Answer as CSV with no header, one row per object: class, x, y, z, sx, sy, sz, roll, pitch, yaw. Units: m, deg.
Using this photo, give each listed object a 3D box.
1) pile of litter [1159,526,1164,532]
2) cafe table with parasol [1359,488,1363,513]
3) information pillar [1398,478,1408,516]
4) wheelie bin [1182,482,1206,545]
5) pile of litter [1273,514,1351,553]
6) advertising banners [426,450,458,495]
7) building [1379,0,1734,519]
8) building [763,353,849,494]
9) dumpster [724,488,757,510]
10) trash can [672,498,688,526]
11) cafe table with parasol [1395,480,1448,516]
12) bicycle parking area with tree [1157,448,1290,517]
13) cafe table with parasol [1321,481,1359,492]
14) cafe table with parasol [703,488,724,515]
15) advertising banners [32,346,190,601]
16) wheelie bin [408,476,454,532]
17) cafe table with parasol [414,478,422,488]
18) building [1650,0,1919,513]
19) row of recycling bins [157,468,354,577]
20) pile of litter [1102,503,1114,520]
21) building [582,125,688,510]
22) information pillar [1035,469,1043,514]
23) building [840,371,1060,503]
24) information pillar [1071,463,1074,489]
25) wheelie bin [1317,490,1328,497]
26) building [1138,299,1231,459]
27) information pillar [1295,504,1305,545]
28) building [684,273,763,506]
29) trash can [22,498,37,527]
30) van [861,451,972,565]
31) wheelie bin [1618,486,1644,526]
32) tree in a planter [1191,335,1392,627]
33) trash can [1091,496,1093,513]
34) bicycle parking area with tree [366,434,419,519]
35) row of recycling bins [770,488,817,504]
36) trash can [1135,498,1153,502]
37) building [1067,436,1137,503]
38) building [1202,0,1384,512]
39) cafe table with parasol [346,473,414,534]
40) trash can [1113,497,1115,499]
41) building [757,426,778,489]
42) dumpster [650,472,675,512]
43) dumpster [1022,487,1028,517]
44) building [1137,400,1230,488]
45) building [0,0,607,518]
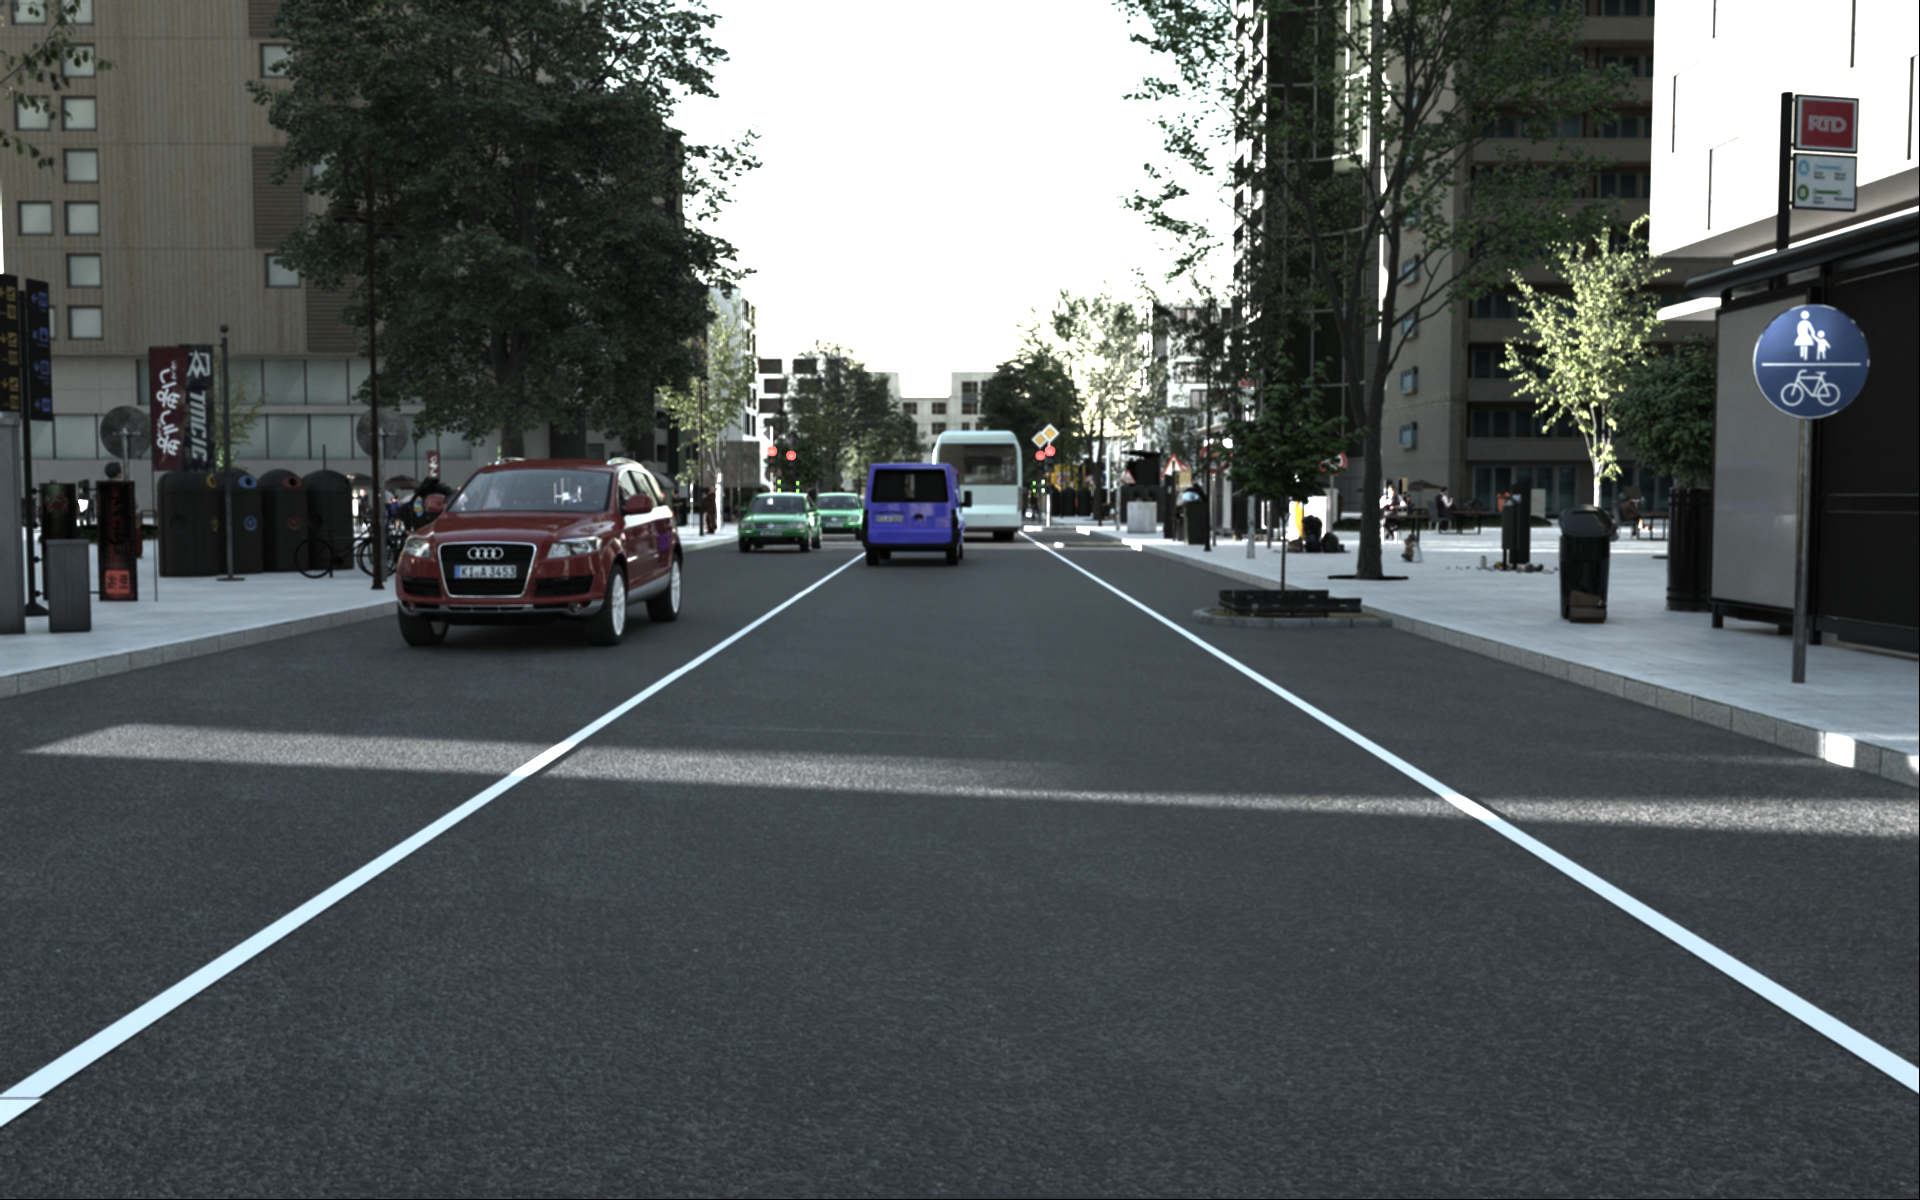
pile of litter,7.682,-2.768,59.214,1.719,0.858,1.176,1,4,16
cafe table with parasol,28.191,-6.916,117.946,2.610,1.966,2.610,0,4,-5
information pillar,20.288,-4.583,79.422,0.304,2.012,0.304,-2,4,-35
wheelie bin,5.978,-2.209,44.018,0.693,1.594,0.980,0,4,2
pile of litter,7.698,-1.476,38.101,1.719,0.858,1.176,1,4,19
advertising banners,-20.355,-4.490,69.595,2.074,3.025,0.090,-1,4,-12
building,35.312,-28.968,97.321,21.600,48.544,21.300,0,3,0
building,-33.685,-25.678,263.808,32.646,21.610,27.936,0,3,0
dumpster,-10.484,-4.883,82.335,1.502,2.255,1.985,0,4,0
trash can,-11.177,-3.510,69.035,0.748,1.137,0.748,0,3,0
cafe table with parasol,22.393,-4.860,84.324,2.610,1.966,2.610,1,4,21
bicycle parking area with tree,14.865,-7.364,107.401,8.231,4.147,9.016,2,4,35
cafe table with parasol,19.400,-5.370,92.669,2.610,1.966,2.610,-1,4,-17
cafe table with parasol,-14.704,-6.252,107.081,2.610,1.966,2.610,1,4,21
advertising banners,-10.120,-1.498,20.685,2.074,3.025,0.090,1,4,8
wheelie bin,-9.481,-1.425,31.209,0.693,1.594,0.980,0,4,3
cafe table with parasol,-19.972,-3.499,62.074,2.610,1.966,2.610,-1,4,-22
building,34.902,-27.568,39.980,28.713,52.752,27.495,0,3,0
row of recycling bins,-11.461,-1.293,28.254,1.069,1.692,3.534,2,4,28
pile of litter,7.433,-4.458,86.854,1.719,0.858,1.176,0,4,-2
building,-28.942,-22.041,132.068,14.160,30.474,14.107,0,3,0
information pillar,5.084,-7.357,111.647,0.504,3.616,0.183,0,4,3
building,-1.429,-23.897,257.175,31.486,18.905,16.747,0,3,0
information pillar,7.468,-7.592,115.491,0.183,3.616,0.504,1,4,18
wheelie bin,13.780,-3.604,66.827,0.693,1.594,0.980,2,4,34
building,34.071,-21.657,198.059,27.936,21.610,32.646,0,3,0
information pillar,8.302,-3.112,42.228,0.183,3.616,0.504,-1,4,-10
building,-35.315,-19.838,168.333,27.936,21.610,32.646,0,3,0
trash can,-36.325,-3.412,67.442,0.748,1.137,0.748,0,3,0
van,-0.908,-1.961,36.450,2.240,2.365,5.245,0,4,2
wheelie bin,26.649,-3.730,68.886,0.980,1.594,0.693,0,4,1
tree in a planter,3.668,-1.366,19.559,1.991,3.239,1.994,0,3,0
trash can,8.586,-6.322,115.023,0.748,1.137,0.748,0,3,0
bicycle parking area with tree,-23.534,-5.799,81.823,8.231,4.147,9.016,2,4,29
row of recycling bins,-11.271,-6.728,117.113,3.534,1.692,1.069,-1,4,-9
trash can,7.094,-3.368,66.728,0.748,1.137,0.748,0,3,0
building,29.655,-19.086,254.208,28.070,9.664,9.099,0,3,0
building,30.078,-42.284,129.596,20.563,71.187,20.611,0,3,0
cafe table with parasol,-19.669,-3.164,56.599,2.610,1.966,2.610,0,4,1
trash can,7.465,-4.198,80.298,0.748,1.137,0.748,0,3,0
building,-36.653,-16.425,210.699,28.070,9.664,9.099,0,3,0
dumpster,-8.055,-2.359,44.336,1.264,1.857,1.865,0,3,0
dumpster,3.228,-6.056,107.228,1.865,1.857,1.264,0,4,-2
building,23.475,-13.820,168.104,9.099,9.664,28.070,0,3,0
building,-36.680,-31.400,102.627,28.713,52.752,27.495,0,3,0
